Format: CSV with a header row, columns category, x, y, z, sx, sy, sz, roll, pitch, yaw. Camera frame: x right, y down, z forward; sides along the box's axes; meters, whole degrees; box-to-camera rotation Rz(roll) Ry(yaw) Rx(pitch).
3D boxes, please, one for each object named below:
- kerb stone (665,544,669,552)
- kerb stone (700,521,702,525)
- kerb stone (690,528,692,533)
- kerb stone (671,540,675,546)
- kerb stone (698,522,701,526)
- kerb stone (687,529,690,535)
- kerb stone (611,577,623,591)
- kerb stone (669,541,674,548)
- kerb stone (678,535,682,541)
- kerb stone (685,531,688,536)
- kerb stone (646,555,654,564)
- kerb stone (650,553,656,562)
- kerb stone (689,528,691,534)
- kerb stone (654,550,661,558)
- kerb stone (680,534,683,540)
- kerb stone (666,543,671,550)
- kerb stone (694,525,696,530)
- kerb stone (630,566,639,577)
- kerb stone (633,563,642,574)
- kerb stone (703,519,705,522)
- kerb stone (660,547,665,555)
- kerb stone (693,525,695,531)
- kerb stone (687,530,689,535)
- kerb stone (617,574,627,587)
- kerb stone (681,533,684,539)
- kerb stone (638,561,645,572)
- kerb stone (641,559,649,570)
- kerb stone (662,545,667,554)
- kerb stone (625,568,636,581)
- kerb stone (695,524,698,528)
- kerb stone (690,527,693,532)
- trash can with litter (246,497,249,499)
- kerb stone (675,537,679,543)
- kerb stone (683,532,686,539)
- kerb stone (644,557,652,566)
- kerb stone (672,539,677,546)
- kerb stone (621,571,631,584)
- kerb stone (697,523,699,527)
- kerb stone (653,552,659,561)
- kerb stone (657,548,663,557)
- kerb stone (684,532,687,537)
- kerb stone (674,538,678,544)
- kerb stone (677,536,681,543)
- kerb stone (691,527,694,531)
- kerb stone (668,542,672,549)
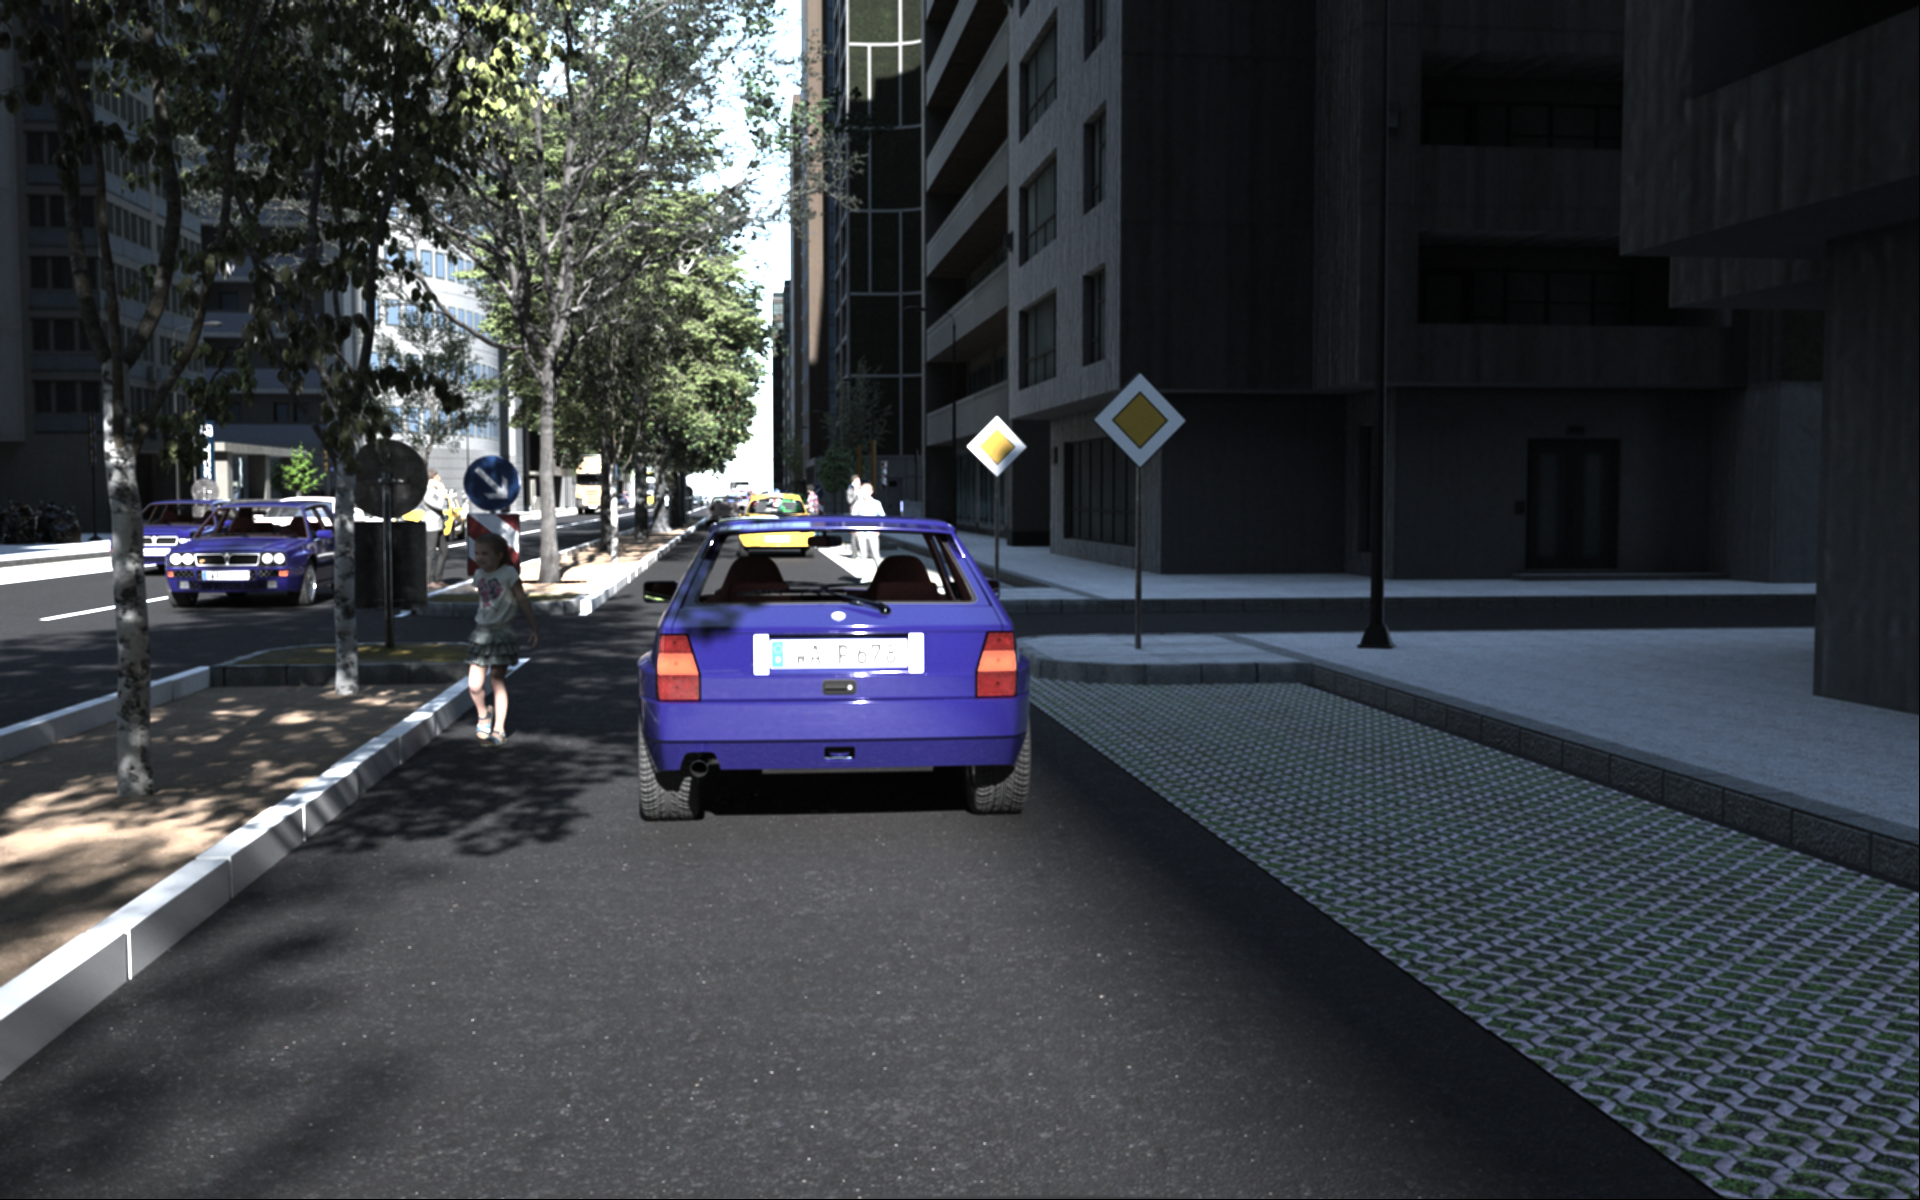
category,x,y,z,sx,sy,sz,roll,pitch,yaw
kerb stone,-7.154,-1.194,41.721,0.120,0.150,1.000,0,4,-7
kerb stone,-11.407,-3.246,75.278,0.120,0.150,1.000,0,4,-7
kerb stone,-9.603,-2.375,61.049,0.120,0.150,1.000,0,4,-7
kerb stone,-7.672,-1.443,45.789,0.120,0.150,1.000,0,4,-7
kerb stone,-11.151,-3.119,73.250,0.120,0.150,1.000,0,4,-7
kerb stone,-9.346,-2.247,59.021,0.120,0.150,1.000,0,4,-7
kerb stone,-5.092,-0.200,25.459,0.120,0.150,1.000,0,4,-7
kerb stone,-7.538,-1.381,44.769,0.120,0.150,1.000,0,4,-7
kerb stone,-8.313,-1.750,50.872,0.120,0.150,1.000,0,4,-7
kerb stone,-8.955,-2.066,55.967,0.120,0.150,1.000,0,4,-7
kerb stone,-6.251,-0.759,34.599,0.120,0.150,1.000,0,4,-7
kerb stone,-6.387,-0.821,35.618,0.120,0.150,1.000,0,4,-7
kerb stone,-9.471,-2.314,60.036,0.120,0.150,1.000,0,4,-7
kerb stone,-6.632,-0.945,37.654,0.120,0.150,1.000,0,4,-7
kerb stone,-8.439,-1.814,51.890,0.120,0.150,1.000,0,4,-7
kerb stone,-7.285,-1.252,42.738,0.120,0.150,1.000,0,4,-7
kerb stone,-10.248,-2.687,66.133,0.120,0.150,1.000,0,4,-7
kerb stone,-5.612,-0.448,29.527,0.120,0.150,1.000,0,4,-7
kerb stone,-5.735,-0.511,30.543,0.120,0.150,1.000,0,4,-7
kerb stone,-12.183,-3.620,81.374,0.120,0.150,1.000,0,4,-7
kerb stone,-6.891,-1.069,39.682,0.120,0.150,1.000,0,4,-7
kerb stone,-10.117,-2.624,65.116,0.120,0.150,1.000,0,4,-7
kerb stone,-9.220,-2.190,58.003,0.120,0.150,1.000,0,4,-7
kerb stone,-5.222,-0.262,26.473,0.120,0.150,1.000,0,4,-7
kerb stone,-8.572,-1.878,52.903,0.120,0.150,1.000,0,4,-7
kerb stone,-5.866,-0.573,31.557,0.120,0.150,1.000,0,4,-7
kerb stone,-5.992,-0.629,32.571,0.120,0.150,1.000,0,4,-7
kerb stone,-7.021,-1.132,40.696,0.120,0.150,1.000,0,4,-7
kerb stone,-5.473,-0.386,28.511,0.120,0.150,1.000,0,4,-7
kerb stone,-10.502,-2.811,68.172,0.120,0.150,1.000,0,4,-7
kerb stone,-9.737,-2.437,62.067,0.120,0.150,1.000,0,4,-7
trash can with litter,-32.274,-4.164,79.470,1.055,1.170,0.624,-2,4,-31
kerb stone,-8.063,-1.627,48.842,0.120,0.150,1.000,0,4,-7
kerb stone,-8.700,-1.940,53.917,0.120,0.150,1.000,0,4,-7
kerb stone,-6.116,-0.697,33.586,0.120,0.150,1.000,0,4,-7
kerb stone,-7.798,-1.504,46.803,0.120,0.150,1.000,0,4,-7
kerb stone,-5.351,-0.324,27.487,0.120,0.150,1.000,0,4,-7
kerb stone,-10.769,-2.936,70.206,0.120,0.150,1.000,0,4,-7
kerb stone,-6.515,-0.877,36.633,0.120,0.150,1.000,0,4,-7
kerb stone,-6.771,-1.006,38.667,0.120,0.150,1.000,0,4,-7
kerb stone,-8.832,-2.003,54.945,0.120,0.150,1.000,0,4,-7
kerb stone,-7.928,-1.567,47.824,0.120,0.150,1.000,0,4,-7
kerb stone,-8.190,-1.692,49.856,0.120,0.150,1.000,0,4,-7
kerb stone,-9.864,-2.501,63.081,0.120,0.150,1.000,0,4,-7
kerb stone,-7.410,-1.318,43.752,0.120,0.150,1.000,0,4,-7
